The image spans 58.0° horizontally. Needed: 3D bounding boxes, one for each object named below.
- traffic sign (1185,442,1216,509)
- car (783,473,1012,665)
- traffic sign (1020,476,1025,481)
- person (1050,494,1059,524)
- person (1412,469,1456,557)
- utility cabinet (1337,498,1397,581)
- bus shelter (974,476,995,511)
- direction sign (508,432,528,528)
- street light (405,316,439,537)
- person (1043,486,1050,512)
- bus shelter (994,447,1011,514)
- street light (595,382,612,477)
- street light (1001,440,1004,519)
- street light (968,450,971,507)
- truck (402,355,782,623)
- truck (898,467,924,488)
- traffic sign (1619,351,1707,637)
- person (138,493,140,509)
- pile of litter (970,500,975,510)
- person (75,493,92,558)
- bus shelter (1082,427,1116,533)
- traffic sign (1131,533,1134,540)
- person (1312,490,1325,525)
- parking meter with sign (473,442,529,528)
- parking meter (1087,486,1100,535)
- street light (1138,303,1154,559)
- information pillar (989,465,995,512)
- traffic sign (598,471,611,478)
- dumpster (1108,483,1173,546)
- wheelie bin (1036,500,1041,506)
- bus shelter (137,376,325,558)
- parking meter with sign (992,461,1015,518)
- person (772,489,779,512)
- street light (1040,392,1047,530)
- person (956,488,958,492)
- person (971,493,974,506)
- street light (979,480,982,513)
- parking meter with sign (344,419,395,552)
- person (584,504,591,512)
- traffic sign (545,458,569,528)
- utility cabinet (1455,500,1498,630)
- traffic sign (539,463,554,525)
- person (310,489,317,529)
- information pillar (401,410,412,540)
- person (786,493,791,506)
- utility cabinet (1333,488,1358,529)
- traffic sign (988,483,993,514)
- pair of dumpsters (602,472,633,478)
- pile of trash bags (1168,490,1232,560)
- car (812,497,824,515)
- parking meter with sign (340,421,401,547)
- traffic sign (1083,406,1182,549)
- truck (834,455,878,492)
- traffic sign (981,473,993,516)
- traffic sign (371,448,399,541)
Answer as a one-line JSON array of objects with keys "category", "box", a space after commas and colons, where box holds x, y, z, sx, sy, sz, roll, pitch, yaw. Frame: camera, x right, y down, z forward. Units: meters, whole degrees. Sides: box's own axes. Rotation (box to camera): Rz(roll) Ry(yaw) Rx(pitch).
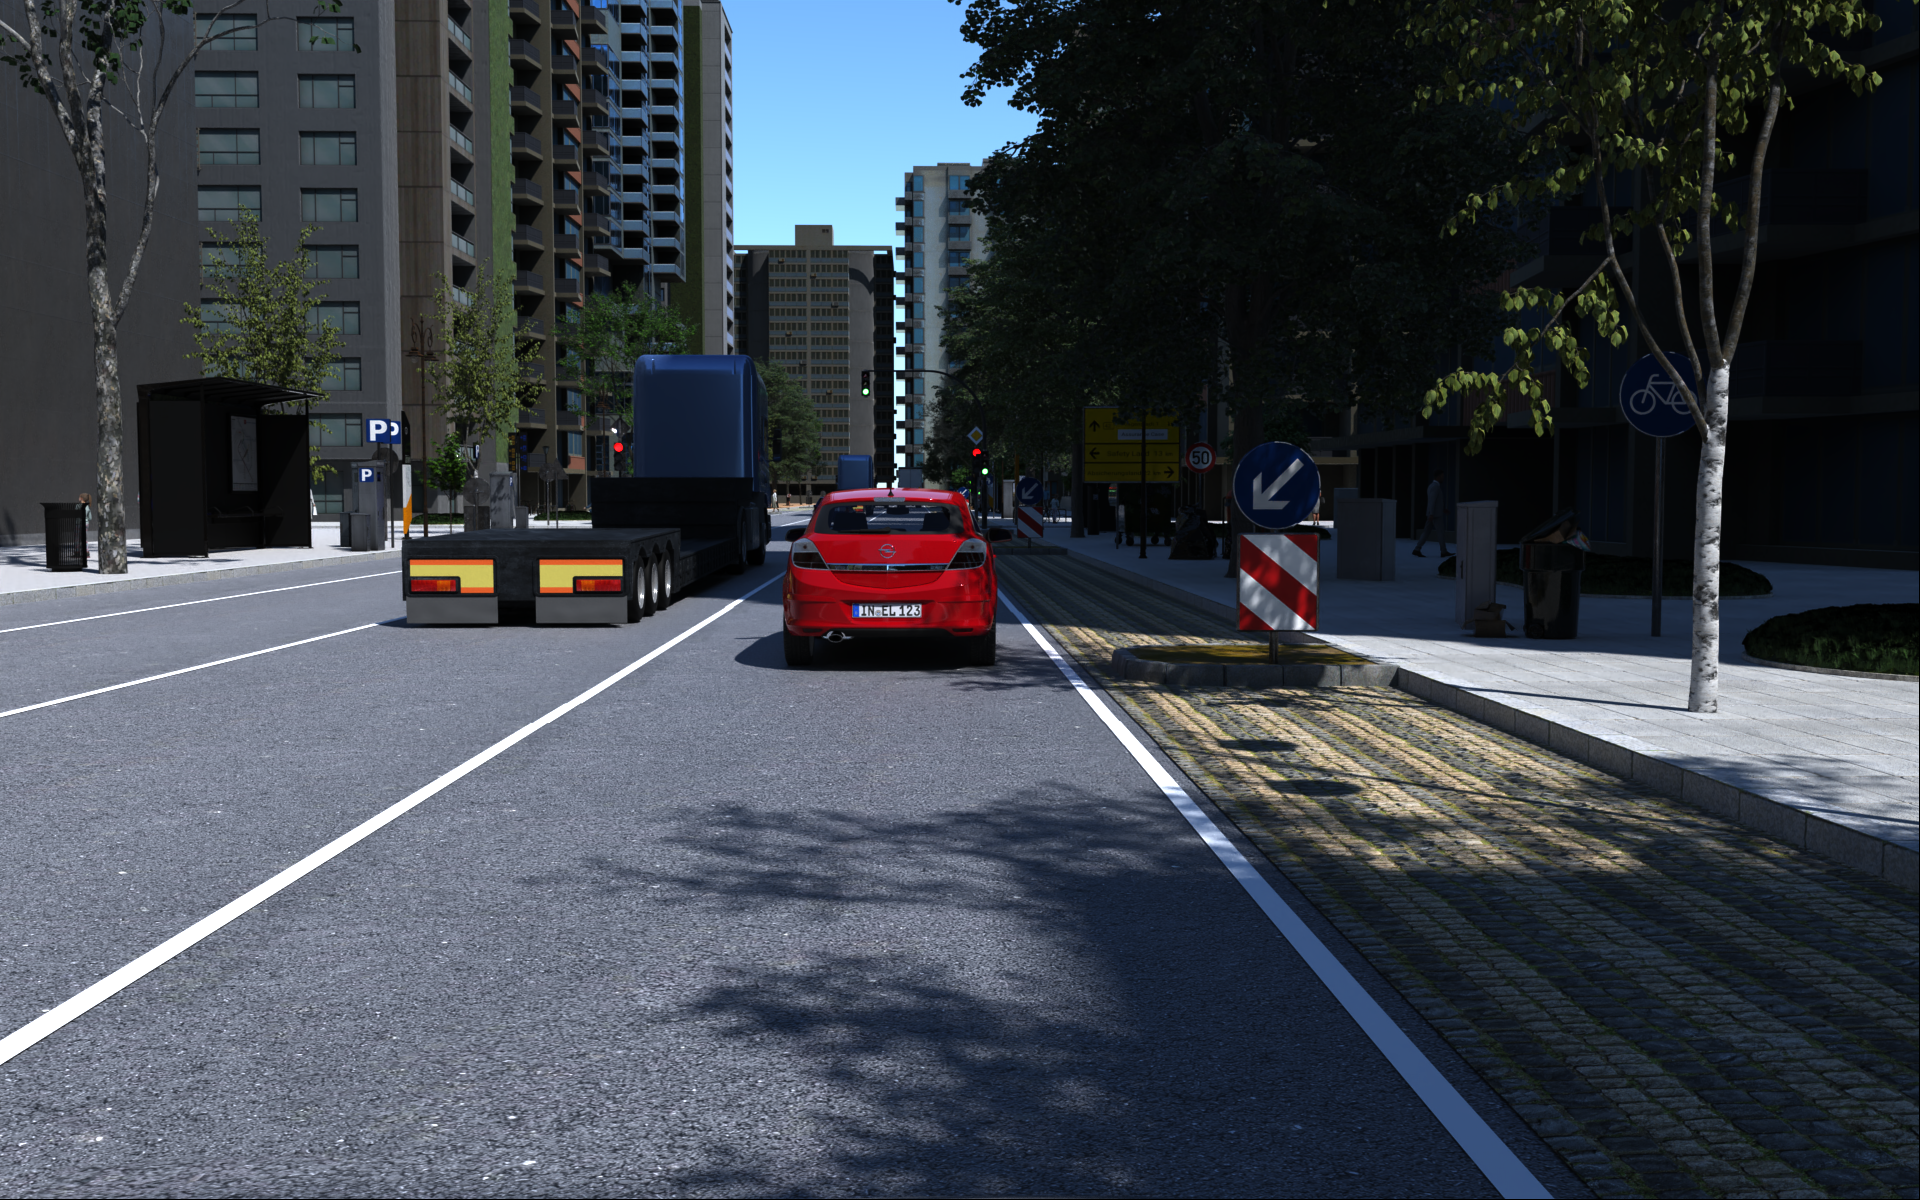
[{"category": "traffic sign", "box": [5.902, -2.595, 42.537, 0.768, 2.556, 0.104, 0, 4, 6]}, {"category": "car", "box": [-0.581, -0.423, 15.961, 2.155, 1.783, 4.494, 0, 3, 0]}, {"category": "traffic sign", "box": [3.589, -5.744, 96.036, 0.606, 2.300, 0.079, 0, 4, 1]}, {"category": "person", "box": [4.137, -3.975, 75.319, 0.425, 1.301, 0.394, 1, 4, 22]}, {"category": "person", "box": [9.596, -1.758, 35.053, 0.850, 1.792, 0.678, 0, 4, 4]}, {"category": "utility cabinet", "box": [6.086, -0.904, 25.940, 0.306, 1.237, 1.020, -2, 4, -27]}, {"category": "bus shelter", "box": [1.921, -8.123, 126.731, 2.014, 3.302, 5.546, 0, 4, -2]}, {"category": "direction sign", "box": [-16.197, -4.374, 63.508, 0.876, 3.537, 0.379, 2, 4, 27]}, {"category": "street light", "box": [-13.975, -4.426, 45.156, 0.468, 5.910, 1.993, 0, 4, -2]}, {"category": "person", "box": [6.229, -7.248, 124.408, 0.748, 1.841, 0.638, -3, 5, -43]}, {"category": "bus shelter", "box": [3.222, -8.506, 116.701, 2.179, 5.291, 8.768, 0, 4, -1]}, {"category": "street light", "box": [-14.663, -6.031, 71.388, 0.468, 5.910, 1.993, 0, 4, -2]}, {"category": "street light", "box": [2.221, -7.200, 90.504, 0.468, 5.910, 1.993, 0, 4, -2]}, {"category": "street light", "box": [0.794, -10.608, 146.234, 0.468, 5.910, 1.993, 0, 4, -2]}, {"category": "truck", "box": [-4.967, -2.320, 27.694, 2.967, 4.110, 18.799, 0, 4, -1]}, {"category": "truck", "box": [-5.260, -11.943, 184.175, 2.839, 4.237, 11.283, 0, 4, -1]}, {"category": "traffic sign", "box": [6.275, -0.944, 15.536, 0.768, 2.556, 0.104, 0, 4, 5]}, {"category": "person", "box": [-20.208, -2.218, 43.140, 0.563, 1.720, 0.643, 1, 4, 10]}, {"category": "pile of litter", "box": [0.971, -7.741, 140.524, 1.176, 0.858, 1.719, 1, 4, 12]}, {"category": "person", "box": [-17.685, -1.498, 34.820, 0.394, 1.301, 0.425, 0, 4, 5]}, {"category": "bus shelter", "box": [4.950, -4.219, 60.263, 1.731, 3.624, 6.357, 0, 4, -2]}, {"category": "traffic sign", "box": [4.536, -2.777, 45.515, 0.768, 2.556, 0.104, 1, 4, 8]}, {"category": "person", "box": [14.685, -3.977, 71.427, 0.716, 1.782, 0.532, -1, 4, -10]}, {"category": "parking meter with sign", "box": [-15.486, -3.807, 58.498, 1.738, 3.016, 0.543, 0, 4, 1]}, {"category": "parking meter", "box": [4.190, -2.810, 54.354, 0.372, 1.533, 0.369, 0, 3, 0]}, {"category": "street light", "box": [3.650, -3.767, 34.373, 0.468, 5.910, 1.993, 0, 4, -2]}, {"category": "information pillar", "box": [2.210, -8.066, 123.228, 0.504, 3.616, 0.183, -1, 4, -18]}, {"category": "traffic sign", "box": [-16.102, -4.666, 78.420, 0.606, 2.300, 0.079, 0, 4, 3]}, {"category": "dumpster", "box": [4.558, -2.493, 43.259, 1.502, 2.255, 1.985, 0, 4, -2]}, {"category": "wheelie bin", "box": [3.583, -4.638, 83.734, 0.693, 1.594, 0.980, -2, 4, -26]}, {"category": "bus shelter", "box": [-15.712, -2.840, 37.718, 1.731, 3.624, 6.357, 0, 4, -1]}, {"category": "parking meter with sign", "box": [2.619, -5.893, 92.606, 1.738, 3.016, 0.543, 0, 4, -8]}, {"category": "person", "box": [-14.692, -7.895, 137.801, 0.641, 1.798, 0.478, 0, 4, -5]}, {"category": "street light", "box": [2.960, -5.483, 62.429, 0.468, 5.910, 1.993, 0, 4, -2]}, {"category": "person", "box": [-0.139, -6.915, 121.586, 0.581, 1.822, 0.654, 2, 4, 31]}, {"category": "person", "box": [1.141, -8.377, 143.279, 0.520, 1.790, 0.573, 1, 4, 23]}, {"category": "street light", "box": [1.407, -8.895, 118.216, 0.468, 5.910, 1.993, 0, 4, -2]}, {"category": "parking meter with sign", "box": [-13.409, -2.635, 39.338, 0.543, 3.016, 1.738, 0, 4, -3]}, {"category": "person", "box": [-20.367, -5.167, 96.022, 1.012, 1.151, 0.738, -2, 4, -28]}, {"category": "traffic sign", "box": [-14.498, -3.809, 62.278, 0.884, 2.594, 0.081, 0, 4, 3]}, {"category": "utility cabinet", "box": [5.001, -0.346, 16.823, 0.306, 1.237, 1.020, 1, 4, 11]}, {"category": "traffic sign", "box": [-16.857, -4.327, 70.853, 0.768, 2.556, 0.104, 0, 4, 8]}, {"category": "person", "box": [-23.993, -3.502, 63.646, 0.694, 1.780, 0.624, -1, 4, -16]}, {"category": "information pillar", "box": [-15.585, -3.512, 48.778, 0.183, 3.616, 0.504, 0, 4, 1]}, {"category": "person", "box": [-18.244, -10.719, 184.479, 0.799, 1.438, 0.628, 3, 5, 40]}, {"category": "utility cabinet", "box": [14.289, -3.348, 63.425, 1.173, 1.500, 0.318, 1, 4, 15]}, {"category": "traffic sign", "box": [1.870, -6.749, 112.480, 0.606, 2.300, 0.079, 0, 4, 7]}, {"category": "pair of dumpsters", "box": [-14.903, -4.467, 75.525, 1.574, 2.255, 4.437, 0, 4, -2]}, {"category": "pile of trash bags", "box": [5.366, -1.558, 35.229, 1.912, 1.369, 3.447, 1, 4, 18]}, {"category": "car", "box": [-5.537, -3.906, 76.446, 1.945, 1.354, 3.894, 0, 3, 0]}, {"category": "parking meter with sign", "box": [-14.247, -2.777, 41.673, 1.738, 3.016, 0.543, 2, 4, 31]}, {"category": "traffic sign", "box": [3.973, -2.826, 40.071, 2.265, 3.308, 0.079, 0, 4, 8]}, {"category": "truck", "box": [-7.110, -7.557, 113.319, 2.967, 4.110, 18.799, 0, 4, -1]}, {"category": "traffic sign", "box": [1.610, -6.246, 102.222, 0.768, 2.556, 0.104, 0, 4, 1]}, {"category": "traffic sign", "box": [-15.737, -2.893, 47.413, 0.768, 2.556, 0.104, 0, 4, 4]}]
